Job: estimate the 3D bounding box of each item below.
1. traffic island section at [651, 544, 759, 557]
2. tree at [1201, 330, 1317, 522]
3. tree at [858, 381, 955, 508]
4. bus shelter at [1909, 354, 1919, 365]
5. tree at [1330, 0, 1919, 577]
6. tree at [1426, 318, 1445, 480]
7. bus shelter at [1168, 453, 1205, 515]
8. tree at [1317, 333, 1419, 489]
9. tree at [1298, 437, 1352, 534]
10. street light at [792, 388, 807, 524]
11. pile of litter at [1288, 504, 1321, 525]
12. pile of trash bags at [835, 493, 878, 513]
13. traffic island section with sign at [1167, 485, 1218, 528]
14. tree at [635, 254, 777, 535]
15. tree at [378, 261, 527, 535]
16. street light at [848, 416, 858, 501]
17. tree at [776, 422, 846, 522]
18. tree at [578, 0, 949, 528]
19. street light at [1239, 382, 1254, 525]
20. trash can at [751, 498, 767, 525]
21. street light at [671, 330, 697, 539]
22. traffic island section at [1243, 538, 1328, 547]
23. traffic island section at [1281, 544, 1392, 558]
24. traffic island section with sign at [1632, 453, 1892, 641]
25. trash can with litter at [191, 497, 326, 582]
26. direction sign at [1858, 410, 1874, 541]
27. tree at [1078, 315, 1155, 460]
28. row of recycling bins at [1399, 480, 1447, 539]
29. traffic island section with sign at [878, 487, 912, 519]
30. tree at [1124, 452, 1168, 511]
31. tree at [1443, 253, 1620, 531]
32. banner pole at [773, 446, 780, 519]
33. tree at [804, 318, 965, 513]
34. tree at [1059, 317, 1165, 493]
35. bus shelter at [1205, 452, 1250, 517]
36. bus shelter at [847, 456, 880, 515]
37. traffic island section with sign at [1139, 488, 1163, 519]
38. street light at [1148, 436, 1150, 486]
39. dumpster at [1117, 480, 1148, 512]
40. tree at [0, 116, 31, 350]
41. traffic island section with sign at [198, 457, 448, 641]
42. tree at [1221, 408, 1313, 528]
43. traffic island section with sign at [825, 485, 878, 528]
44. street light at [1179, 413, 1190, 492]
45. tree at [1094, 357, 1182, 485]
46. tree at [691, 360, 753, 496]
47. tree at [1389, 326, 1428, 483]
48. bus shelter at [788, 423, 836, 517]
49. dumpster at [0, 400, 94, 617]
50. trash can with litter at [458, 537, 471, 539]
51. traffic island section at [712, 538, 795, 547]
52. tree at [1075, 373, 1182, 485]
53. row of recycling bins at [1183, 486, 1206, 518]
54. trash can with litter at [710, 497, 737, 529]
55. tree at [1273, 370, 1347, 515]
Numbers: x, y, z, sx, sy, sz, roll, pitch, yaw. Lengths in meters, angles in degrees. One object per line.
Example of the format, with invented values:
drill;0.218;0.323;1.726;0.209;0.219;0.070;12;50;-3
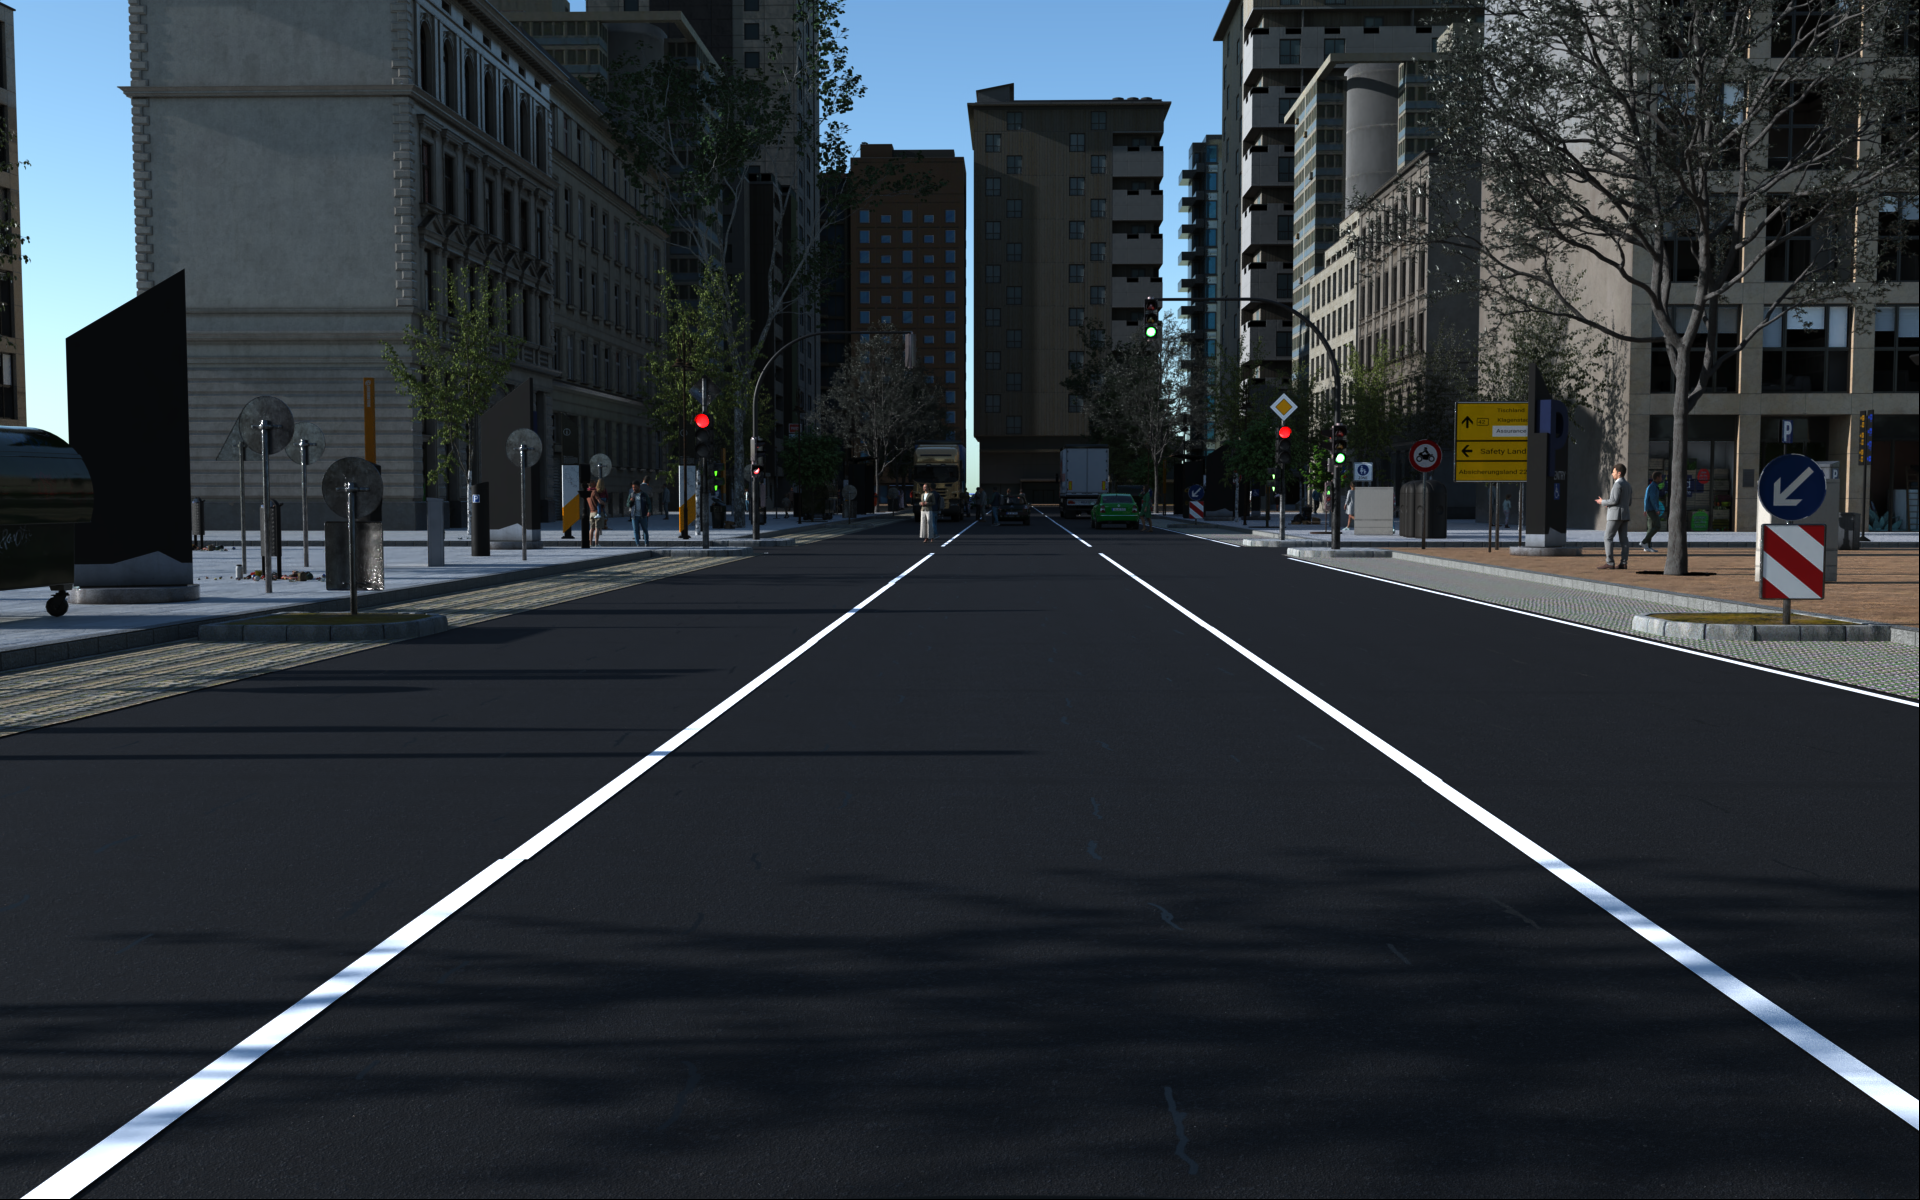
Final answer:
traffic island section;-5.993;-1.127;40.708;2.009;0.180;2.903;0;4;2
tree;12.809;-7.861;78.894;4.737;8.622;4.395;0;3;0
tree;-5.327;-15.128;164.343;9.611;12.733;9.660;0;3;0
bus shelter;11.798;-1.419;17.126;2.014;3.302;5.546;0;4;2
tree;11.498;-7.147;27.223;12.009;13.543;11.850;0;3;0
tree;19.311;-6.711;60.085;4.360;8.622;3.978;0;3;0
bus shelter;13.437;-6.812;102.664;1.731;3.624;6.357;0;4;2
tree;19.043;-7.937;80.137;4.737;8.622;4.395;0;3;0
tree;11.729;-3.755;55.989;1.663;3.219;1.824;0;3;0
street light;-6.907;-6.220;74.484;0.468;5.910;1.993;0;4;2
pile of litter;14.731;-3.617;73.095;1.719;0.858;1.176;1;4;15
pile of trash bags;-7.223;-6.516;116.287;3.447;1.369;1.912;0;4;-7
traffic island section with sign;9.765;-3.934;72.951;1.989;1.847;2.006;0;4;2
tree;-8.140;-6.347;54.133;4.737;8.622;4.395;0;3;0
tree;-15.618;-6.351;54.206;4.737;8.622;4.395;0;3;0
street light;-6.186;-7.807;100.438;0.468;5.910;1.993;0;4;2
tree;-6.831;-5.847;79.314;4.285;4.588;4.351;0;3;0
tree;-7.266;-12.762;64.550;12.611;20.169;13.585;0;3;0
street light;11.801;-6.041;71.560;0.468;5.910;1.993;0;4;2
trash can;-8.366;-3.695;72.063;0.748;1.137;0.748;0;3;0
street light;-7.760;-4.653;48.862;0.468;5.910;1.993;0;4;2
traffic island section;8.990;-1.587;48.227;2.009;0.180;2.903;0;4;2
traffic island section;8.741;-1.099;40.246;2.009;0.180;2.903;0;4;2
traffic island section with sign;8.043;-0.555;17.695;1.989;1.847;2.006;0;4;2
trash can with litter;-10.213;-0.905;25.862;2.233;1.210;1.678;3;5;43
direction sign;24.524;-3.360;46.937;0.379;3.537;0.876;0;4;7
tree;13.102;-12.518;115.038;12.009;13.543;11.850;0;3;0
row of recycling bins;13.704;-2.712;51.454;1.069;1.692;3.534;0;4;5
traffic island section with sign;-3.811;-5.607;100.297;1.989;1.847;2.006;0;4;2
tree;14.271;-9.109;132.648;4.285;4.588;4.351;0;3;0
tree;18.200;-6.347;54.131;4.360;8.622;3.978;0;3;0
banner pole;-9.516;-6.116;90.020;0.401;3.779;0.863;-1;4;-14
tree;-5.635;-12.846;120.407;12.009;13.543;11.850;0;3;0
tree;15.148;-20.274;187.372;12.611;20.169;13.585;0;3;0
bus shelter;15.144;-6.494;97.453;1.731;3.624;6.357;0;4;2
bus shelter;-6.185;-7.242;109.691;1.731;3.624;6.357;0;4;2
traffic island section with sign;10.611;-5.582;99.893;1.989;1.847;2.006;0;4;2
street light;13.371;-9.176;122.808;0.468;5.910;1.993;0;4;2
dumpster;10.526;-6.158;105.631;1.985;2.255;1.502;0;4;2
tree;-17.256;-4.781;28.529;4.360;8.622;3.978;0;3;0
traffic island section with sign;-6.383;-0.555;17.707;1.989;1.847;2.006;0;4;2
tree;11.817;-5.037;66.075;4.285;4.588;4.351;0;3;0
traffic island section with sign;-4.650;-3.959;73.355;1.989;1.847;2.006;0;4;2
street light;12.595;-7.608;97.184;0.468;5.910;1.993;0;4;2
tree;14.615;-13.714;142.345;7.486;12.596;7.792;0;3;0
tree;-13.338;-8.744;93.329;4.360;8.622;3.978;0;3;0
tree;19.863;-7.477;72.606;4.360;8.622;3.978;0;3;0
bus shelter;-8.550;-7.540;100.910;2.179;5.291;8.768;0;4;2
dumpster;-9.868;-0.903;17.266;1.502;2.255;1.985;0;4;2
trash can with litter;-13.252;-2.361;49.654;2.233;1.210;1.678;-1;4;-16
traffic island section;-5.744;-1.615;48.690;2.009;0.180;2.903;0;4;2
tree;15.102;-14.761;158.345;9.611;12.733;9.660;0;3;0
row of recycling bins;12.565;-5.070;90.003;1.069;1.692;3.534;-1;4;-13
trash can with litter;-8.733;-3.229;64.180;1.055;1.170;0.624;2;4;26
tree;20.558;-9.340;103.064;4.360;8.622;3.978;0;3;0
